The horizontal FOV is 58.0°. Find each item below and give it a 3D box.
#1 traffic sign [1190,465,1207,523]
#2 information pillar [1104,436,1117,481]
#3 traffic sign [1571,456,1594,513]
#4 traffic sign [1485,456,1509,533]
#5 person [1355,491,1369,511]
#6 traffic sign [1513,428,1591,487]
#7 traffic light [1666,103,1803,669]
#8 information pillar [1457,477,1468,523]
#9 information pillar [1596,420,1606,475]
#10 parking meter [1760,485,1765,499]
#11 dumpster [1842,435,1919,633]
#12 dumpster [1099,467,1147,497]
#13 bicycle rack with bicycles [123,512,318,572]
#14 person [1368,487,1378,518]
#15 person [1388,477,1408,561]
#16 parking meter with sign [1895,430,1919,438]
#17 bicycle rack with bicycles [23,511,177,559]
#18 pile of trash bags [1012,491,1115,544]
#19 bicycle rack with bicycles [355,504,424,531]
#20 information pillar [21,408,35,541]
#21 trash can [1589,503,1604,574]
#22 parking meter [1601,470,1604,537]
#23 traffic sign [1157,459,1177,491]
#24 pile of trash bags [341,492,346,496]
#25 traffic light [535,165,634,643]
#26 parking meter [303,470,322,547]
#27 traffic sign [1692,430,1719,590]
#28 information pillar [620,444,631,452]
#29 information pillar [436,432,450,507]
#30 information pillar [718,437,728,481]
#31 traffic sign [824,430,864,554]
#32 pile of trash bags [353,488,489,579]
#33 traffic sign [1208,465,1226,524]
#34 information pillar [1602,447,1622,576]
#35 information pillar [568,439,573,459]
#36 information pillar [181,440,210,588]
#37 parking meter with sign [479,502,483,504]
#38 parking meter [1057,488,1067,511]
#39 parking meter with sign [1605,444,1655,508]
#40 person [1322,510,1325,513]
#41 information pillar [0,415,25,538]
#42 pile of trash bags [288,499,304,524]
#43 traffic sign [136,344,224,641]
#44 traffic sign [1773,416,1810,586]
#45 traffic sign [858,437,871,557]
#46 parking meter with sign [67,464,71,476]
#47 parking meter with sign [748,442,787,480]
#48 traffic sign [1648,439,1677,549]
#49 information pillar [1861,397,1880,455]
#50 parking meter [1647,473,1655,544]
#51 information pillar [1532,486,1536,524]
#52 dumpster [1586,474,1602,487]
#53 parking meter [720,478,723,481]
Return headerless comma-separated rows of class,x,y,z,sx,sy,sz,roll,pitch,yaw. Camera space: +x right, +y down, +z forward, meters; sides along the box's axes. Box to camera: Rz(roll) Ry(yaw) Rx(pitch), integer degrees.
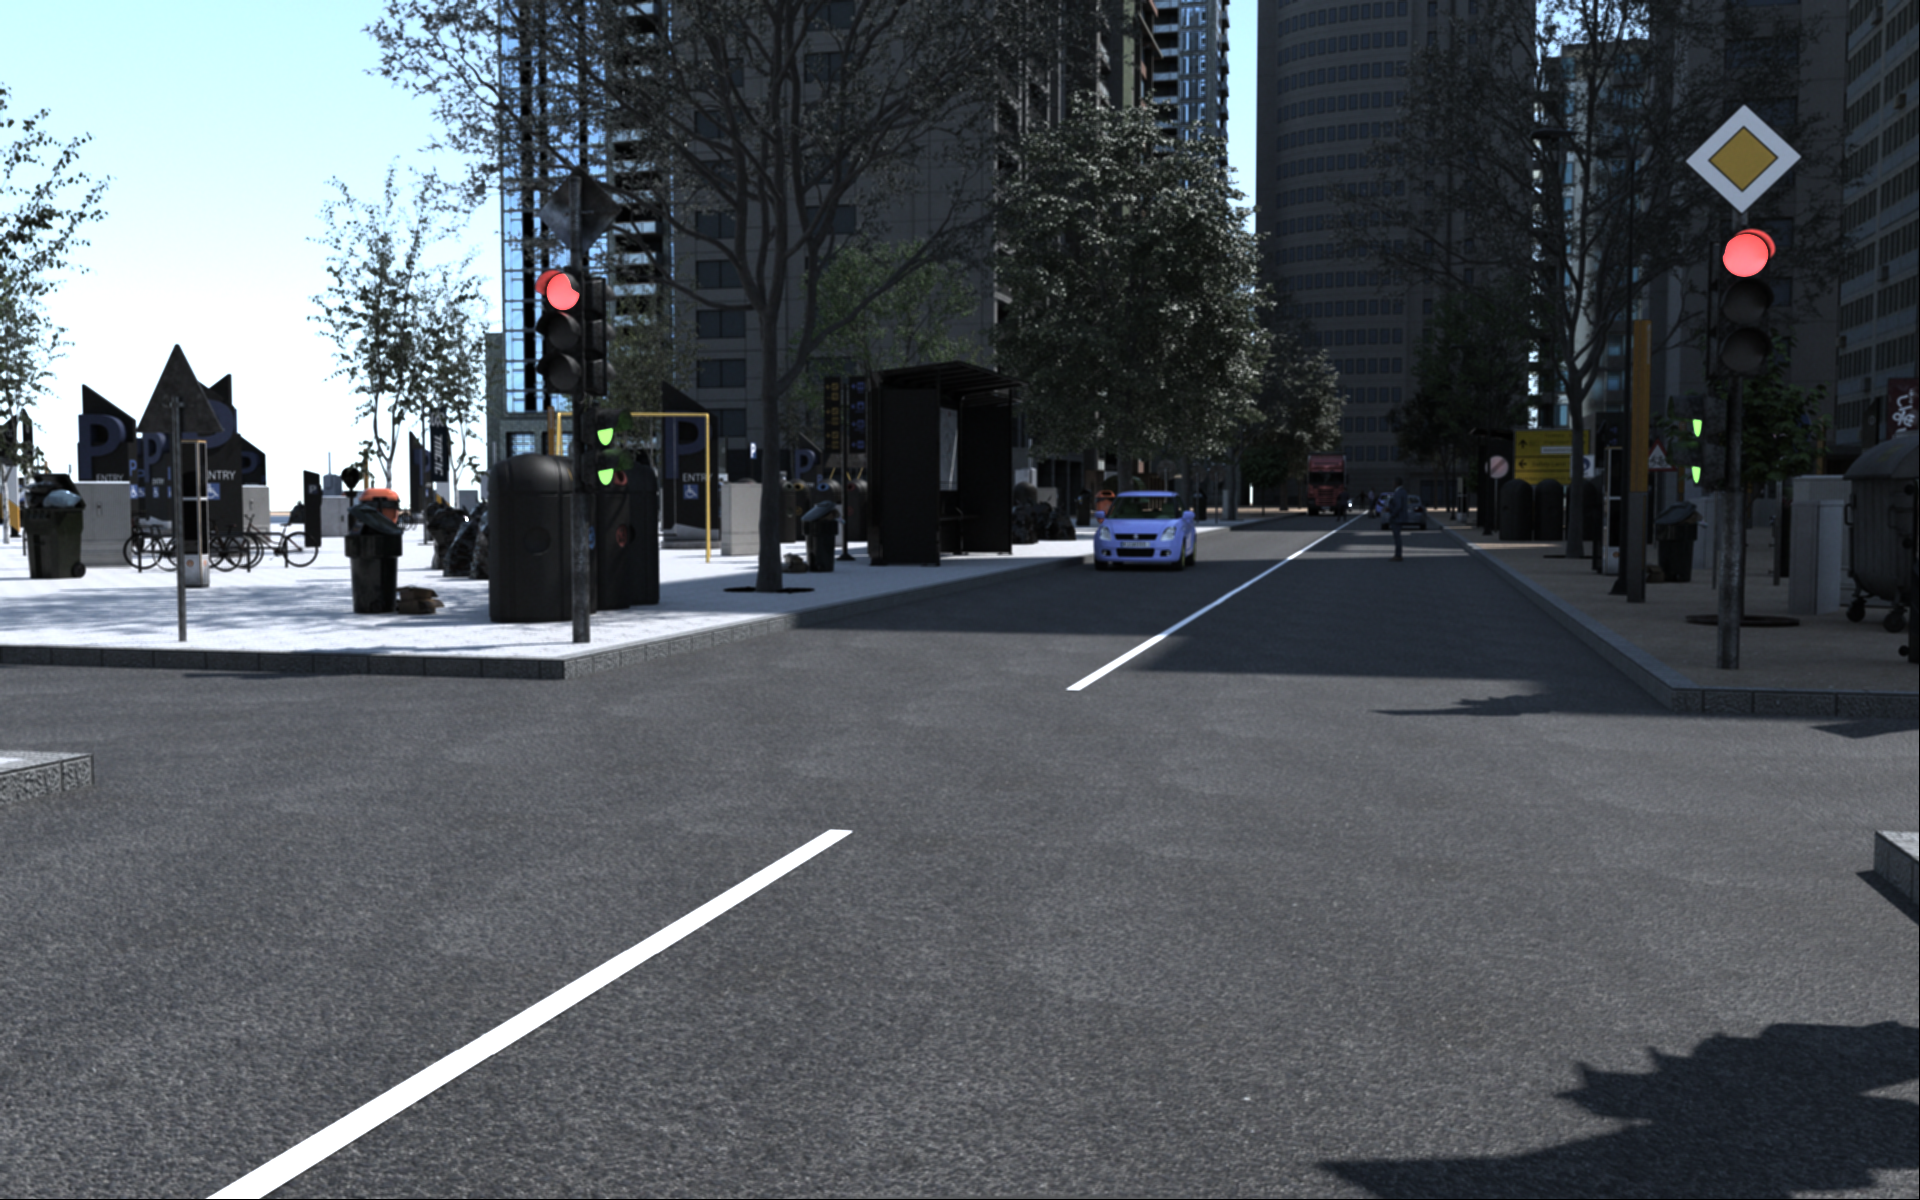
traffic sign,10.481,-4.662,76.327,0.768,2.556,0.104,1,4,17
information pillar,5.473,-4.380,62.964,0.504,3.616,0.183,-1,4,-13
traffic sign,16.256,-2.639,45.277,0.606,2.300,0.079,1,4,16
traffic sign,17.785,-3.506,57.423,0.768,2.556,0.104,1,4,22
person,33.335,-8.199,143.374,1.217,1.723,0.721,1,4,21
traffic sign,18.474,-3.685,54.123,2.265,3.308,0.079,1,4,21
traffic light,5.633,-1.450,12.633,0.839,4.253,0.868,1,4,14
information pillar,22.029,-4.370,75.946,0.304,2.012,0.304,-2,4,-24
information pillar,20.295,-3.887,54.907,0.183,3.616,0.504,3,5,44
parking meter,37.993,-4.682,82.261,0.399,1.863,0.255,-1,4,-22
dumpster,9.296,-0.657,16.495,1.264,1.857,1.865,1,4,14
dumpster,5.793,-3.610,61.512,1.502,2.255,1.985,1,4,14
bicycle rack with bicycles,-12.741,-0.977,29.360,2.925,0.926,2.852,0,4,-1
person,24.611,-5.785,102.959,0.599,1.838,0.709,3,4,37
person,9.380,-1.737,37.082,0.419,1.800,0.721,1,4,19
parking meter with sign,11.677,-1.508,20.924,0.543,3.016,1.738,0,4,0
bicycle rack with bicycles,-18.332,-1.439,36.906,2.852,0.926,2.925,0,4,7
pile of trash bags,2.698,-2.363,48.385,3.447,1.369,1.912,-1,4,-13
bicycle rack with bicycles,-20.228,-2.958,61.737,2.925,0.926,2.852,3,5,44
information pillar,-25.530,-3.433,47.486,0.183,3.616,0.504,0,4,-6
trash can,10.473,-0.987,27.786,0.748,1.137,0.748,0,3,0
parking meter,15.952,-2.252,42.524,0.255,1.863,0.399,-1,4,-15
traffic sign,7.582,-3.890,63.708,0.768,2.556,0.104,2,4,24
pile of trash bags,-8.823,-1.248,30.159,3.447,1.369,1.912,1,4,8
traffic light,-3.256,-1.586,14.846,0.839,4.253,0.868,1,4,14
parking meter,-15.656,-2.214,41.911,0.399,1.863,0.255,-2,4,-28
traffic sign,10.137,-1.348,23.218,0.795,2.450,0.064,1,4,20
information pillar,-15.189,-5.336,78.598,0.504,3.616,0.183,0,4,-6
information pillar,-18.235,-4.268,61.131,0.504,3.616,0.183,-1,4,-12
information pillar,-9.652,-4.850,70.645,0.504,3.616,0.183,3,5,39
traffic sign,-2.356,-2.142,35.029,0.884,2.594,0.081,1,4,21
pile of trash bags,-7.435,-1.028,26.563,3.447,1.369,1.912,-2,4,-25
traffic sign,11.174,-4.604,75.377,0.768,2.556,0.104,1,4,17
information pillar,10.262,-1.384,27.124,0.304,2.012,0.304,1,4,10
information pillar,-15.613,-4.799,69.819,0.504,3.616,0.183,3,5,43
information pillar,-10.506,-1.176,23.723,0.304,2.012,0.304,0,4,-3
parking meter with sign,-24.510,-5.800,91.096,1.738,3.016,0.543,-3,5,-44
parking meter,3.979,-3.623,67.647,0.372,1.533,0.369,0,3,0
parking meter with sign,23.391,-3.925,60.436,1.738,3.016,0.543,-1,4,-17
person,27.293,-7.432,130.021,0.705,1.824,1.348,1,4,22
information pillar,-28.018,-3.652,51.068,0.504,3.616,0.183,0,4,-7
pile of trash bags,-27.864,-4.068,76.260,1.912,1.369,3.447,1,4,16
traffic sign,-6.774,-0.918,15.018,0.884,2.594,0.081,1,4,16
traffic sign,11.452,-1.474,24.213,0.768,2.556,0.104,1,4,23
traffic sign,-1.821,-2.147,35.114,0.884,2.594,0.081,2,4,24
parking meter with sign,-51.939,-6.303,99.310,1.738,3.016,0.543,-3,4,-39
parking meter with sign,-6.227,-3.798,58.363,1.738,3.016,0.543,1,4,15
traffic sign,16.352,-2.488,40.676,0.884,2.594,0.081,1,4,16
information pillar,22.096,-3.102,42.071,0.183,3.616,0.504,-1,4,-12
parking meter,17.558,-2.363,44.352,0.399,1.863,0.255,0,4,-4
information pillar,20.584,-4.341,62.325,0.504,3.616,0.183,-2,4,-33
dumpster,18.427,-2.680,49.571,1.264,1.857,1.865,1,4,14
parking meter,-8.928,-3.548,63.729,0.399,1.863,0.255,1,4,16
